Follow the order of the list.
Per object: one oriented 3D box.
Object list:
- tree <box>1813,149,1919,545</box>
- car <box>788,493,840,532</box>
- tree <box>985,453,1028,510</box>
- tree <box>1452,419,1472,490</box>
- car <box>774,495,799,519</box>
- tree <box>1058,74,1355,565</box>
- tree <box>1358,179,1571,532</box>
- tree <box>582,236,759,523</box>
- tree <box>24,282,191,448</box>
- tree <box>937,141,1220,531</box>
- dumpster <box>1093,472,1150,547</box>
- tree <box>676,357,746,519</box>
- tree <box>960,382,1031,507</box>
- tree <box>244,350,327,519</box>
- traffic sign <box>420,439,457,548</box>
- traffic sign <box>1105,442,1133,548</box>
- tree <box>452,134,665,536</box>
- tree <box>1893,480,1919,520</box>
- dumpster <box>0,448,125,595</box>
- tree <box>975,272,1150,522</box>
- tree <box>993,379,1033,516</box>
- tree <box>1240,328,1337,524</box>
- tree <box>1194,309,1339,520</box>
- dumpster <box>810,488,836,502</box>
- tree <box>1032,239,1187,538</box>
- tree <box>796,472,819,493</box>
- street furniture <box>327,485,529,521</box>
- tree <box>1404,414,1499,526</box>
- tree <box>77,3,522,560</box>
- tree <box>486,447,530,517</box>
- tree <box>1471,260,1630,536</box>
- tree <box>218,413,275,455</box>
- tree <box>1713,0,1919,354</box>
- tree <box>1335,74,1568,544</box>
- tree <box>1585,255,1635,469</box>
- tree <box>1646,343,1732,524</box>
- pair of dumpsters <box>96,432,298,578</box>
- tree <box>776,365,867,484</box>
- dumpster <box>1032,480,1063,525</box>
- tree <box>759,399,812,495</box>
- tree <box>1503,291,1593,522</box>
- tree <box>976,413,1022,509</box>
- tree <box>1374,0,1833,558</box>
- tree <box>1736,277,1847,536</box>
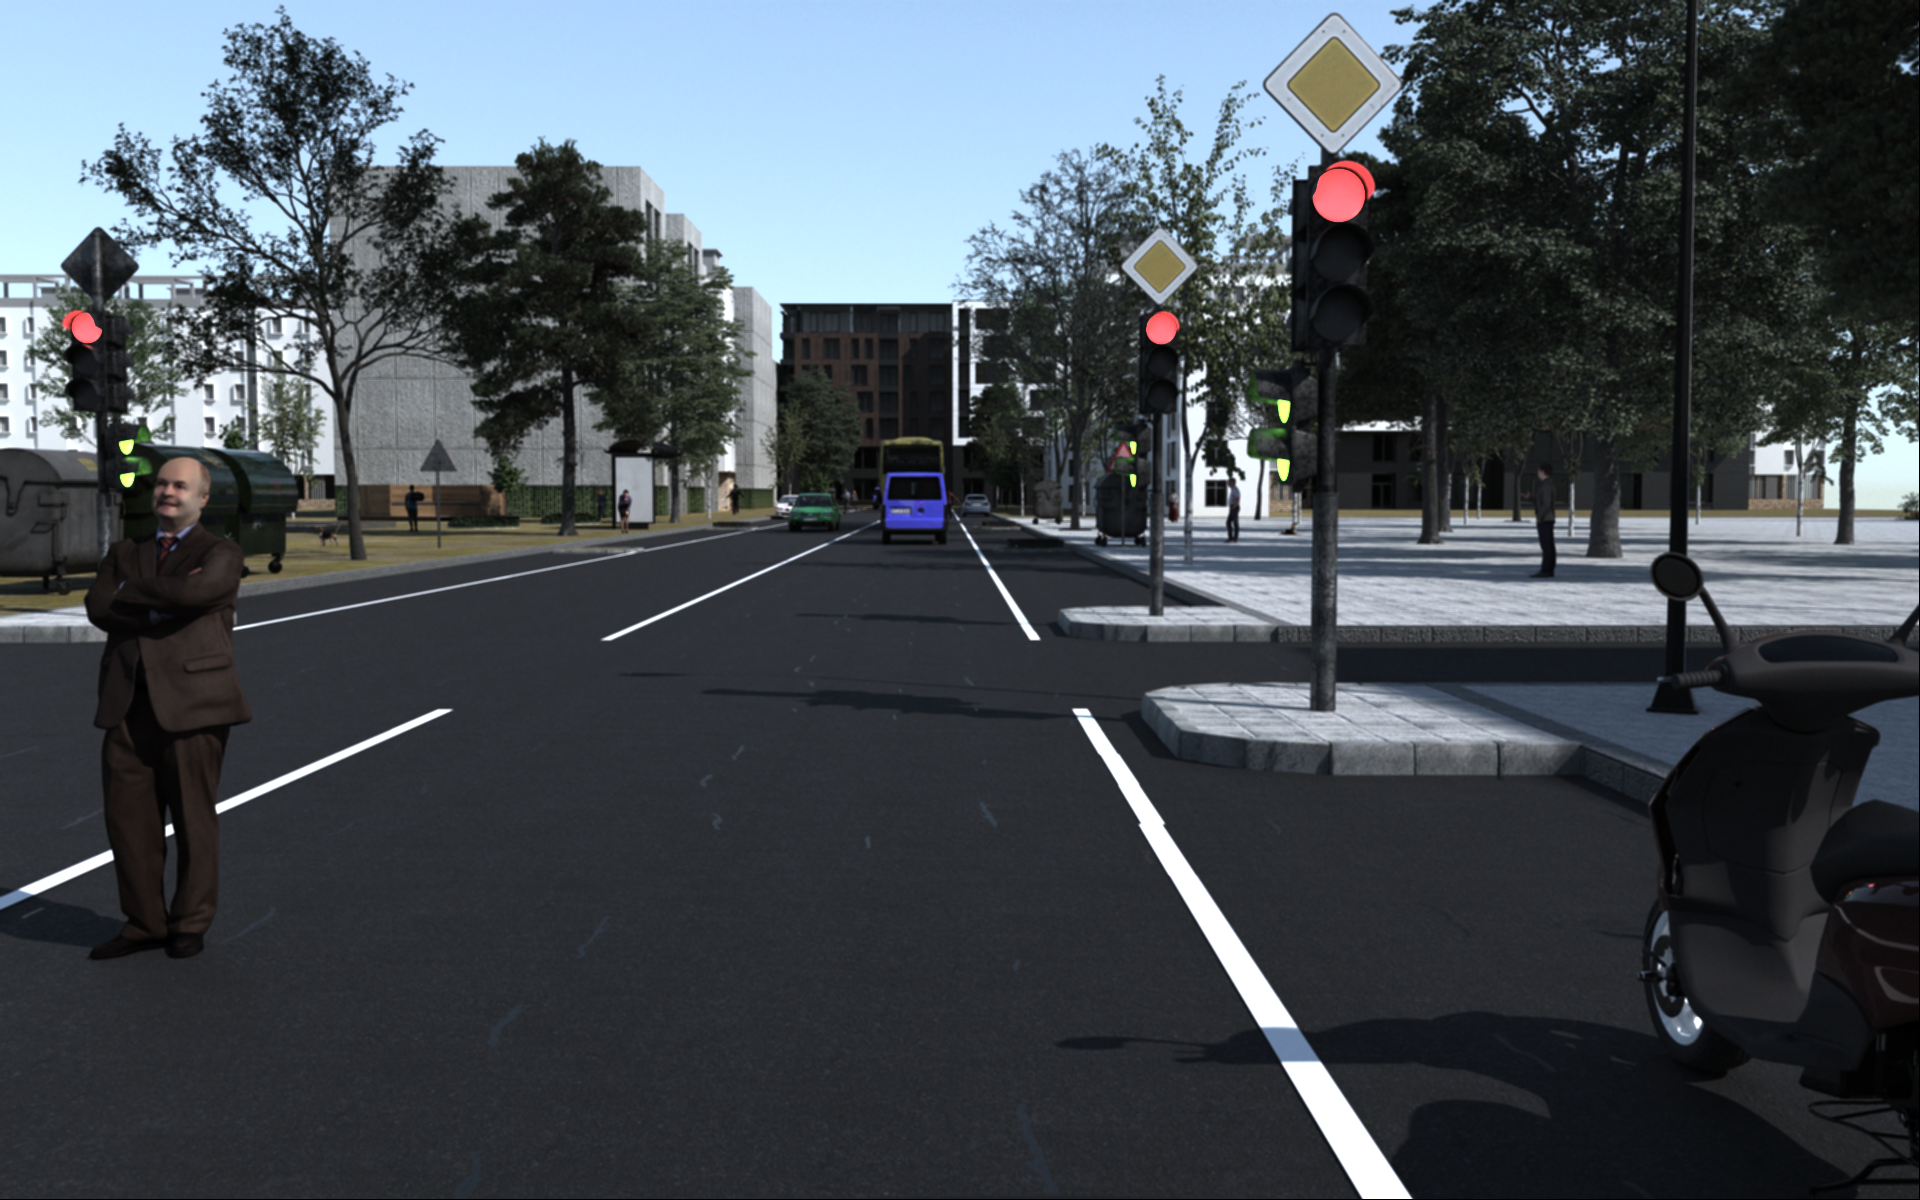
[{"bbox_3d":[22.930,-7.699,44.010,7.486,12.596,7.792,0,3,0],"label":"tree"},{"bbox_3d":[-5.657,-3.589,67.478,1.959,1.807,4.718,0,4,0],"label":"car"},{"bbox_3d":[3.734,-9.405,137.482,4.285,4.588,4.351,0,3,0],"label":"tree"},{"bbox_3d":[26.823,-8.468,88.812,4.360,8.622,3.978,0,3,0],"label":"tree"},{"bbox_3d":[-9.696,-5.388,100.456,2.083,1.381,4.827,0,4,-2],"label":"car"},{"bbox_3d":[4.367,-4.938,31.098,4.737,8.622,4.395,0,3,0],"label":"tree"},{"bbox_3d":[16.515,-9.235,58.421,7.806,13.903,7.818,0,3,0],"label":"tree"},{"bbox_3d":[-12.879,-9.734,77.277,7.486,12.596,7.792,0,3,0],"label":"tree"},{"bbox_3d":[-41.625,-9.743,85.058,9.928,11.665,9.643,0,3,0],"label":"tree"},{"bbox_3d":[4.133,-9.185,60.542,12.009,13.543,11.850,0,3,0],"label":"tree"},{"bbox_3d":[3.979,-2.254,42.608,1.264,1.857,1.865,0,4,-1],"label":"dumpster"},{"bbox_3d":[-12.837,-8.426,88.127,4.360,8.622,3.978,0,3,0],"label":"tree"},{"bbox_3d":[3.390,-14.902,165.700,6.751,12.117,7.091,0,3,0],"label":"tree"},{"bbox_3d":[-34.007,-8.414,87.927,4.737,8.622,4.395,0,3,0],"label":"tree"},{"bbox_3d":[-12.308,-2.499,40.867,0.884,2.594,0.081,0,4,2],"label":"traffic sign"},{"bbox_3d":[3.907,-2.535,41.446,0.884,2.594,0.081,0,4,5],"label":"traffic sign"},{"bbox_3d":[-12.027,-8.014,53.077,6.751,12.117,7.091,0,3,0],"label":"tree"},{"bbox_3d":[52.681,-10.791,78.246,18.604,14.587,13.155,2,4,32],"label":"tree"},{"bbox_3d":[-11.890,-1.031,22.610,1.264,1.857,1.865,0,4,-1],"label":"dumpster"},{"bbox_3d":[4.703,-9.394,79.354,9.928,11.665,9.643,0,3,0],"label":"tree"},{"bbox_3d":[3.832,-9.252,101.627,4.360,8.622,3.978,0,3,0],"label":"tree"},{"bbox_3d":[14.191,-7.520,73.317,4.360,8.622,3.978,0,3,0],"label":"tree"},{"bbox_3d":[15.091,-9.258,85.774,7.601,10.594,8.767,3,4,36],"label":"tree"},{"bbox_3d":[-9.772,-7.051,123.505,1.865,1.857,1.264,0,4,-2],"label":"dumpster"},{"bbox_3d":[4.545,-6.147,50.859,4.360,8.622,3.978,0,3,0],"label":"tree"},{"bbox_3d":[-13.214,-9.501,149.949,1.663,3.219,1.824,0,3,0],"label":"tree"},{"bbox_3d":[-26.046,-4.860,86.319,11.010,1.723,9.812,2,4,23],"label":"street furniture"},{"bbox_3d":[21.457,-7.461,72.348,4.737,8.622,4.395,0,3,0],"label":"tree"},{"bbox_3d":[-12.034,-6.061,33.516,7.601,10.594,8.767,1,4,15],"label":"tree"},{"bbox_3d":[-18.068,-4.537,68.781,1.663,3.219,1.824,0,3,0],"label":"tree"},{"bbox_3d":[18.259,-6.227,52.177,4.360,8.622,3.978,0,3,0],"label":"tree"},{"bbox_3d":[-17.310,-2.866,41.455,1.663,3.219,1.824,0,3,0],"label":"tree"},{"bbox_3d":[14.952,-7.189,24.965,7.806,13.903,7.818,0,3,0],"label":"tree"},{"bbox_3d":[12.081,-7.481,44.369,6.751,12.117,7.091,0,3,0],"label":"tree"},{"bbox_3d":[26.715,-8.852,62.865,7.486,12.596,7.792,0,3,0],"label":"tree"},{"bbox_3d":[30.967,-7.501,72.998,4.737,8.622,4.395,0,3,0],"label":"tree"},{"bbox_3d":[-11.439,-1.429,25.859,1.574,2.255,4.436,0,4,0],"label":"pair of dumpsters"},{"bbox_3d":[-13.651,-16.091,169.742,9.857,13.997,8.962,0,3,0],"label":"tree"},{"bbox_3d":[3.710,-4.140,73.455,1.264,1.857,1.865,0,4,-1],"label":"dumpster"},{"bbox_3d":[-13.230,-11.203,133.530,4.737,8.622,4.395,0,3,0],"label":"tree"},{"bbox_3d":[25.996,-9.444,80.172,9.928,11.665,9.643,0,3,0],"label":"tree"},{"bbox_3d":[3.564,-12.423,153.472,4.737,8.622,4.395,0,3,0],"label":"tree"},{"bbox_3d":[12.927,-7.823,34.554,9.857,13.997,8.962,0,3,0],"label":"tree"},{"bbox_3d":[25.763,-6.238,52.349,4.360,8.622,3.978,0,3,0],"label":"tree"}]
